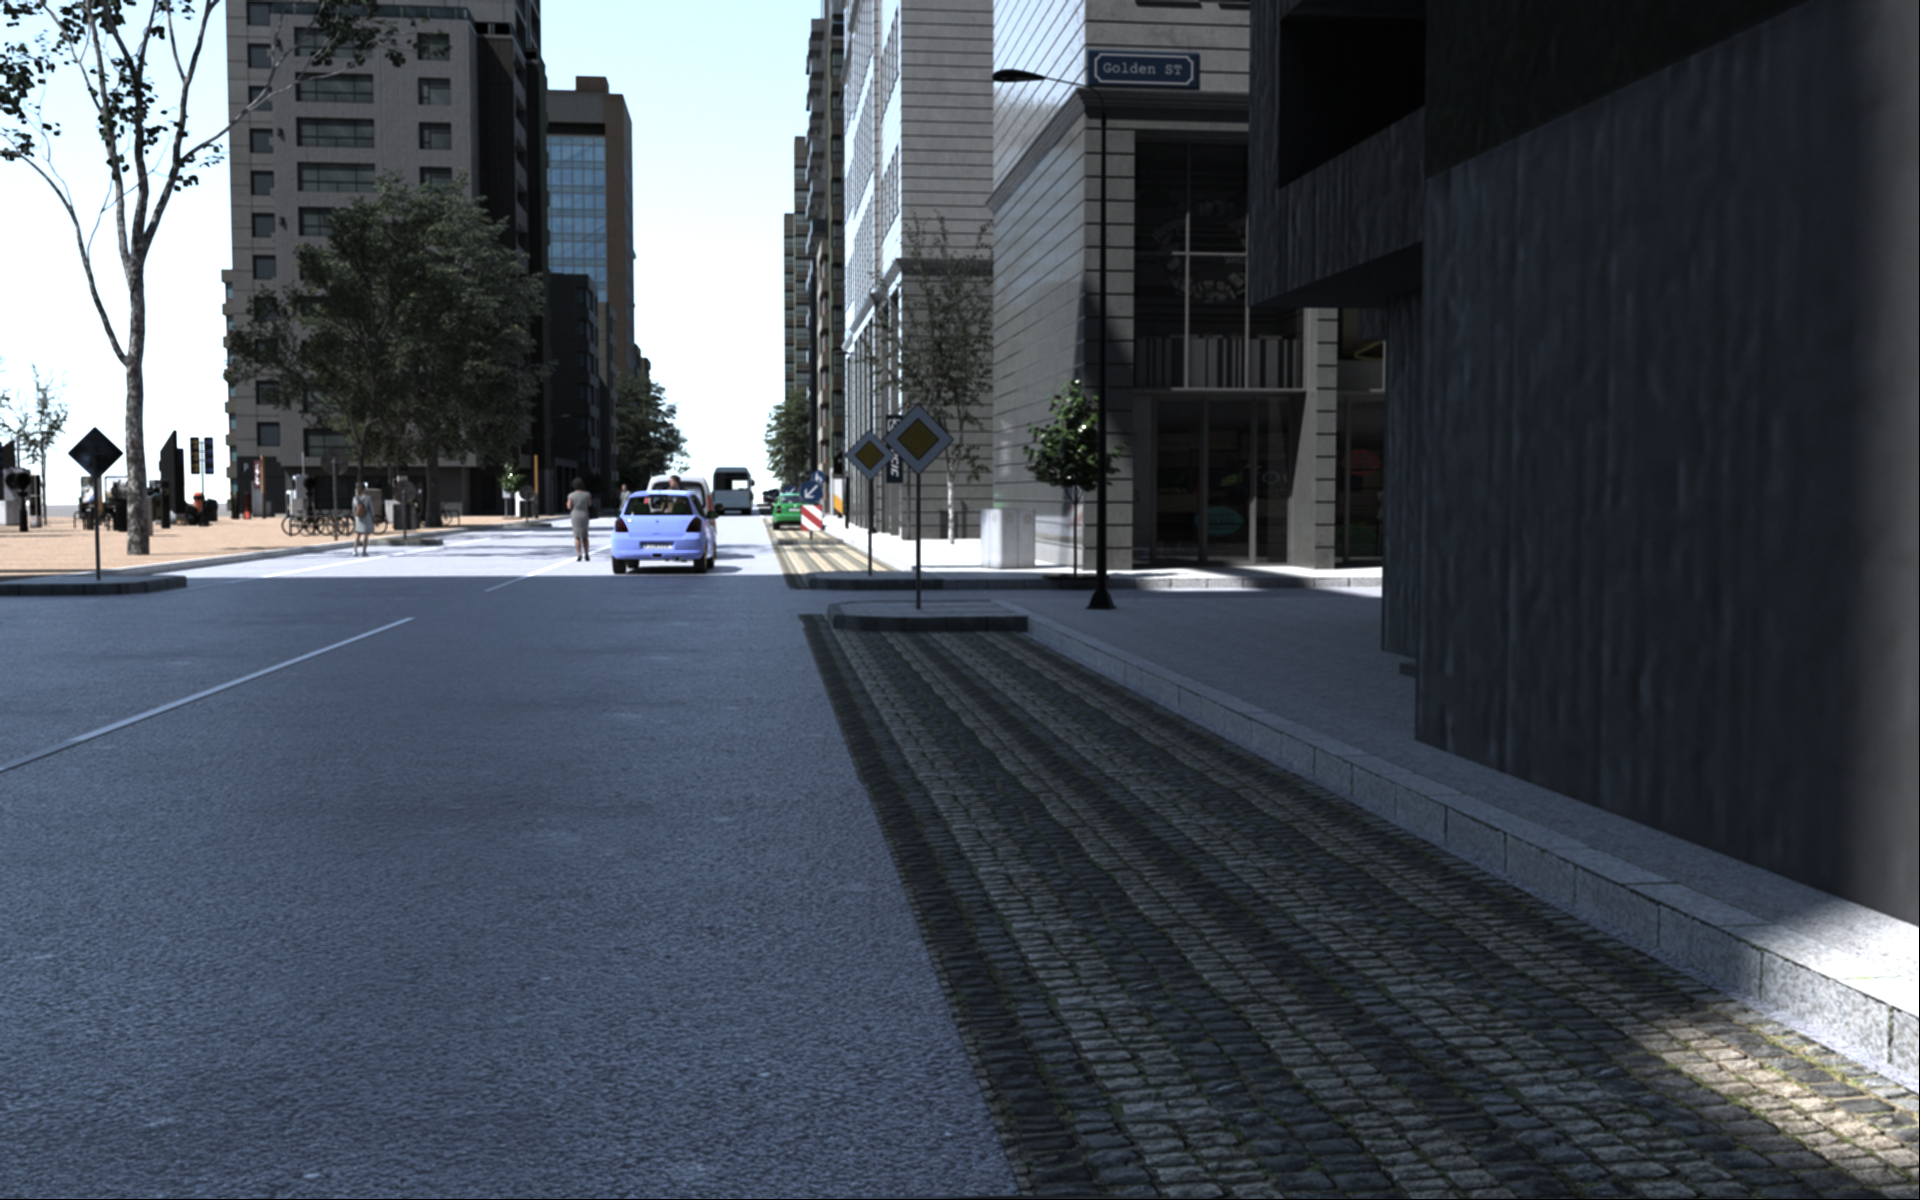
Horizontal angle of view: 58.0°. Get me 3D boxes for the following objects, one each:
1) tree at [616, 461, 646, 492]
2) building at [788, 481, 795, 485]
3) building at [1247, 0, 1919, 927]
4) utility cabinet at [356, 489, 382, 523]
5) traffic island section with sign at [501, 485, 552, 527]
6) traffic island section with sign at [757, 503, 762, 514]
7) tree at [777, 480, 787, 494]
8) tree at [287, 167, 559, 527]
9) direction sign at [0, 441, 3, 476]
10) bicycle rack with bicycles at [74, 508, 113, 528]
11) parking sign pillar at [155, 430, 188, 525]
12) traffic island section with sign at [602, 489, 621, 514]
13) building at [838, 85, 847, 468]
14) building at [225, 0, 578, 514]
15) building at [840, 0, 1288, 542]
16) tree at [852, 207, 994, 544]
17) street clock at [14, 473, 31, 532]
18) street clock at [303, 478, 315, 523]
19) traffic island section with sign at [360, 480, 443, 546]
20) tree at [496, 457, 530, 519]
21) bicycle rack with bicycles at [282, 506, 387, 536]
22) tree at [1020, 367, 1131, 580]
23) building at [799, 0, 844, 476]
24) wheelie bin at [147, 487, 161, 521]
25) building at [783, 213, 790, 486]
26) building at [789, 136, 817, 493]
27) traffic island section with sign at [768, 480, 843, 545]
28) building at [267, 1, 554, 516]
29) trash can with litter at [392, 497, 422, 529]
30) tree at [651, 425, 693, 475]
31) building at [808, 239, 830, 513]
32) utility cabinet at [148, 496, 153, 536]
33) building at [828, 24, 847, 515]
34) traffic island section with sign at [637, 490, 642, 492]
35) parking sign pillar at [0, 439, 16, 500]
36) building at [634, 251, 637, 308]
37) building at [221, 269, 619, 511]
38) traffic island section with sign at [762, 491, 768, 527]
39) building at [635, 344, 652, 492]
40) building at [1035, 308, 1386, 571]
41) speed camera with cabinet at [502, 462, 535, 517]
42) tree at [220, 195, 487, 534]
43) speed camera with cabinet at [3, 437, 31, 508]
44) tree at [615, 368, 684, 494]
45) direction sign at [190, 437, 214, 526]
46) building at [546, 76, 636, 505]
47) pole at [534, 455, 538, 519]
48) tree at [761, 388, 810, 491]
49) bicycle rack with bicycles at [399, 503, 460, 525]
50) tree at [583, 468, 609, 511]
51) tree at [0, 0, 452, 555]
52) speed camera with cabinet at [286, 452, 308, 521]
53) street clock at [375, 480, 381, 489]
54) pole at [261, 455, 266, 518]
[{"bbox_3d":[-32.191,-11.272,168.004,4.285,4.588,4.351,0,3,0],"label":"tree"},{"bbox_3d":[-7.251,-33.288,236.132,32.217,40.220,23.993,0,4,-7],"label":"building"},{"bbox_3d":[9.094,-14.637,11.020,14.160,30.474,14.107,0,4,-7],"label":"building"},{"bbox_3d":[-25.379,-4.020,74.400,0.318,1.500,1.173,2,4,29],"label":"utility cabinet"},{"bbox_3d":[-18.848,-4.084,75.409,1.989,1.847,2.006,0,4,-7],"label":"traffic island section with sign"},{"bbox_3d":[-13.556,-7.180,126.020,1.989,1.847,2.006,0,4,-7],"label":"traffic island section with sign"},{"bbox_3d":[-22.456,-13.762,219.614,1.663,3.219,1.824,0,3,0],"label":"tree"},{"bbox_3d":[-20.472,-9.782,66.583,9.857,13.997,8.962,0,3,0],"label":"tree"},{"bbox_3d":[-41.174,-5.022,74.101,0.379,3.537,0.876,0,4,-2],"label":"direction sign"},{"bbox_3d":[-32.221,-3.229,66.168,2.852,0.926,2.925,1,4,11],"label":"bicycle rack with bicycles"},{"bbox_3d":[-33.407,-5.198,73.459,1.447,3.967,1.447,3,5,40],"label":"parking sign pillar"},{"bbox_3d":[-24.792,-7.121,125.057,1.989,1.847,2.006,0,4,-7],"label":"traffic island section with sign"},{"bbox_3d":[1.362,-18.192,90.939,14.314,27.812,24.014,0,4,-7],"label":"building"},{"bbox_3d":[-38.373,-41.857,122.614,20.563,71.187,20.611,0,4,-7],"label":"building"},{"bbox_3d":[1.930,-17.509,63.766,11.434,29.767,29.804,0,4,-7],"label":"building"},{"bbox_3d":[-0.368,-5.725,43.972,4.360,8.622,3.978,0,3,0],"label":"tree"},{"bbox_3d":[-31.813,-3.317,58.803,0.358,2.002,0.471,2,4,35],"label":"street clock"},{"bbox_3d":[-29.134,-4.466,77.591,0.358,2.002,0.471,3,4,37],"label":"street clock"},{"bbox_3d":[-15.637,-2.448,48.645,1.989,1.847,2.006,0,4,-7],"label":"traffic island section with sign"},{"bbox_3d":[-23.256,-5.831,89.937,1.663,3.219,1.824,0,3,0],"label":"tree"},{"bbox_3d":[-19.522,-2.449,53.426,2.925,0.926,2.852,0,4,3],"label":"bicycle rack with bicycles"},{"bbox_3d":[1.871,-1.942,26.350,1.663,3.219,1.824,0,3,0],"label":"tree"},{"bbox_3d":[-3.020,-33.196,162.365,23.786,49.044,30.456,0,4,-7],"label":"building"},{"bbox_3d":[-37.920,-4.491,81.330,0.980,1.594,0.693,0,3,0],"label":"wheelie bin"},{"bbox_3d":[-18.775,-34.893,254.095,14.154,41.232,14.086,0,4,-7],"label":"building"},{"bbox_3d":[-12.245,-31.669,201.387,14.154,41.232,14.086,0,4,-7],"label":"building"},{"bbox_3d":[-4.367,-2.488,49.307,1.989,1.847,2.006,0,4,-7],"label":"traffic island section with sign"},{"bbox_3d":[-33.133,-20.476,106.483,14.160,30.474,14.107,0,4,-7],"label":"building"},{"bbox_3d":[-20.273,-3.184,63.441,1.055,1.170,0.624,0,4,2],"label":"trash can with litter"},{"bbox_3d":[-43.718,-20.370,258.810,9.928,11.665,9.643,0,3,0],"label":"tree"},{"bbox_3d":[2.626,-17.651,133.627,27.650,21.520,28.899,0,4,-7],"label":"building"},{"bbox_3d":[-24.959,-2.552,52.892,0.306,1.237,1.020,-3,5,-40],"label":"utility cabinet"},{"bbox_3d":[-1.491,-20.767,111.247,14.160,30.474,14.107,0,4,-7],"label":"building"},{"bbox_3d":[-28.022,-8.770,152.010,1.989,1.847,2.006,0,4,-7],"label":"traffic island section with sign"},{"bbox_3d":[-47.318,-5.938,85.562,1.447,3.967,1.447,-1,4,-11],"label":"parking sign pillar"},{"bbox_3d":[-57.426,-33.360,237.320,32.217,40.220,23.993,0,4,-7],"label":"building"},{"bbox_3d":[-44.629,-18.599,149.132,27.650,21.520,28.899,0,4,-7],"label":"building"},{"bbox_3d":[-7.577,-4.125,76.071,1.989,1.847,2.006,0,4,-7],"label":"traffic island section with sign"},{"bbox_3d":[-52.546,-22.434,211.830,27.650,21.520,28.899,0,4,-7],"label":"building"},{"bbox_3d":[16.035,-15.760,35.175,29.804,29.767,11.434,0,4,-7],"label":"building"},{"bbox_3d":[-24.540,-6.232,96.237,2.038,3.252,0.660,3,4,36],"label":"speed camera with cabinet"},{"bbox_3d":[-19.220,-7.370,54.906,8.767,10.594,7.601,-1,4,-11],"label":"tree"},{"bbox_3d":[-33.218,-3.996,59.664,2.038,3.252,0.660,0,4,-7],"label":"speed camera with cabinet"},{"bbox_3d":[-33.059,-16.434,175.353,9.857,13.997,8.962,0,3,0],"label":"tree"},{"bbox_3d":[-30.093,-4.699,68.820,0.876,3.537,0.379,-1,4,-8],"label":"direction sign"},{"bbox_3d":[-43.126,-32.995,189.586,14.600,45.320,14.200,0,4,-7],"label":"building"},{"bbox_3d":[-22.114,-5.905,90.385,0.158,3.312,0.155,0,3,0],"label":"pole"},{"bbox_3d":[-17.689,-16.353,185.504,7.486,12.596,7.792,0,3,0],"label":"tree"},{"bbox_3d":[-22.125,-3.539,71.252,2.852,0.926,2.925,2,4,26],"label":"bicycle rack with bicycles"},{"bbox_3d":[-27.649,-8.441,132.617,1.663,3.219,1.824,0,3,0],"label":"tree"},{"bbox_3d":[-17.514,-11.105,37.464,12.611,20.169,13.585,0,3,0],"label":"tree"},{"bbox_3d":[-31.530,-5.383,82.341,0.660,3.252,2.038,-2,4,-33],"label":"speed camera with cabinet"},{"bbox_3d":[-29.142,-5.026,86.742,0.358,2.002,0.471,-1,4,-8],"label":"street clock"},{"bbox_3d":[-36.577,-5.939,90.941,0.158,3.312,0.155,0,3,0],"label":"pole"}]
